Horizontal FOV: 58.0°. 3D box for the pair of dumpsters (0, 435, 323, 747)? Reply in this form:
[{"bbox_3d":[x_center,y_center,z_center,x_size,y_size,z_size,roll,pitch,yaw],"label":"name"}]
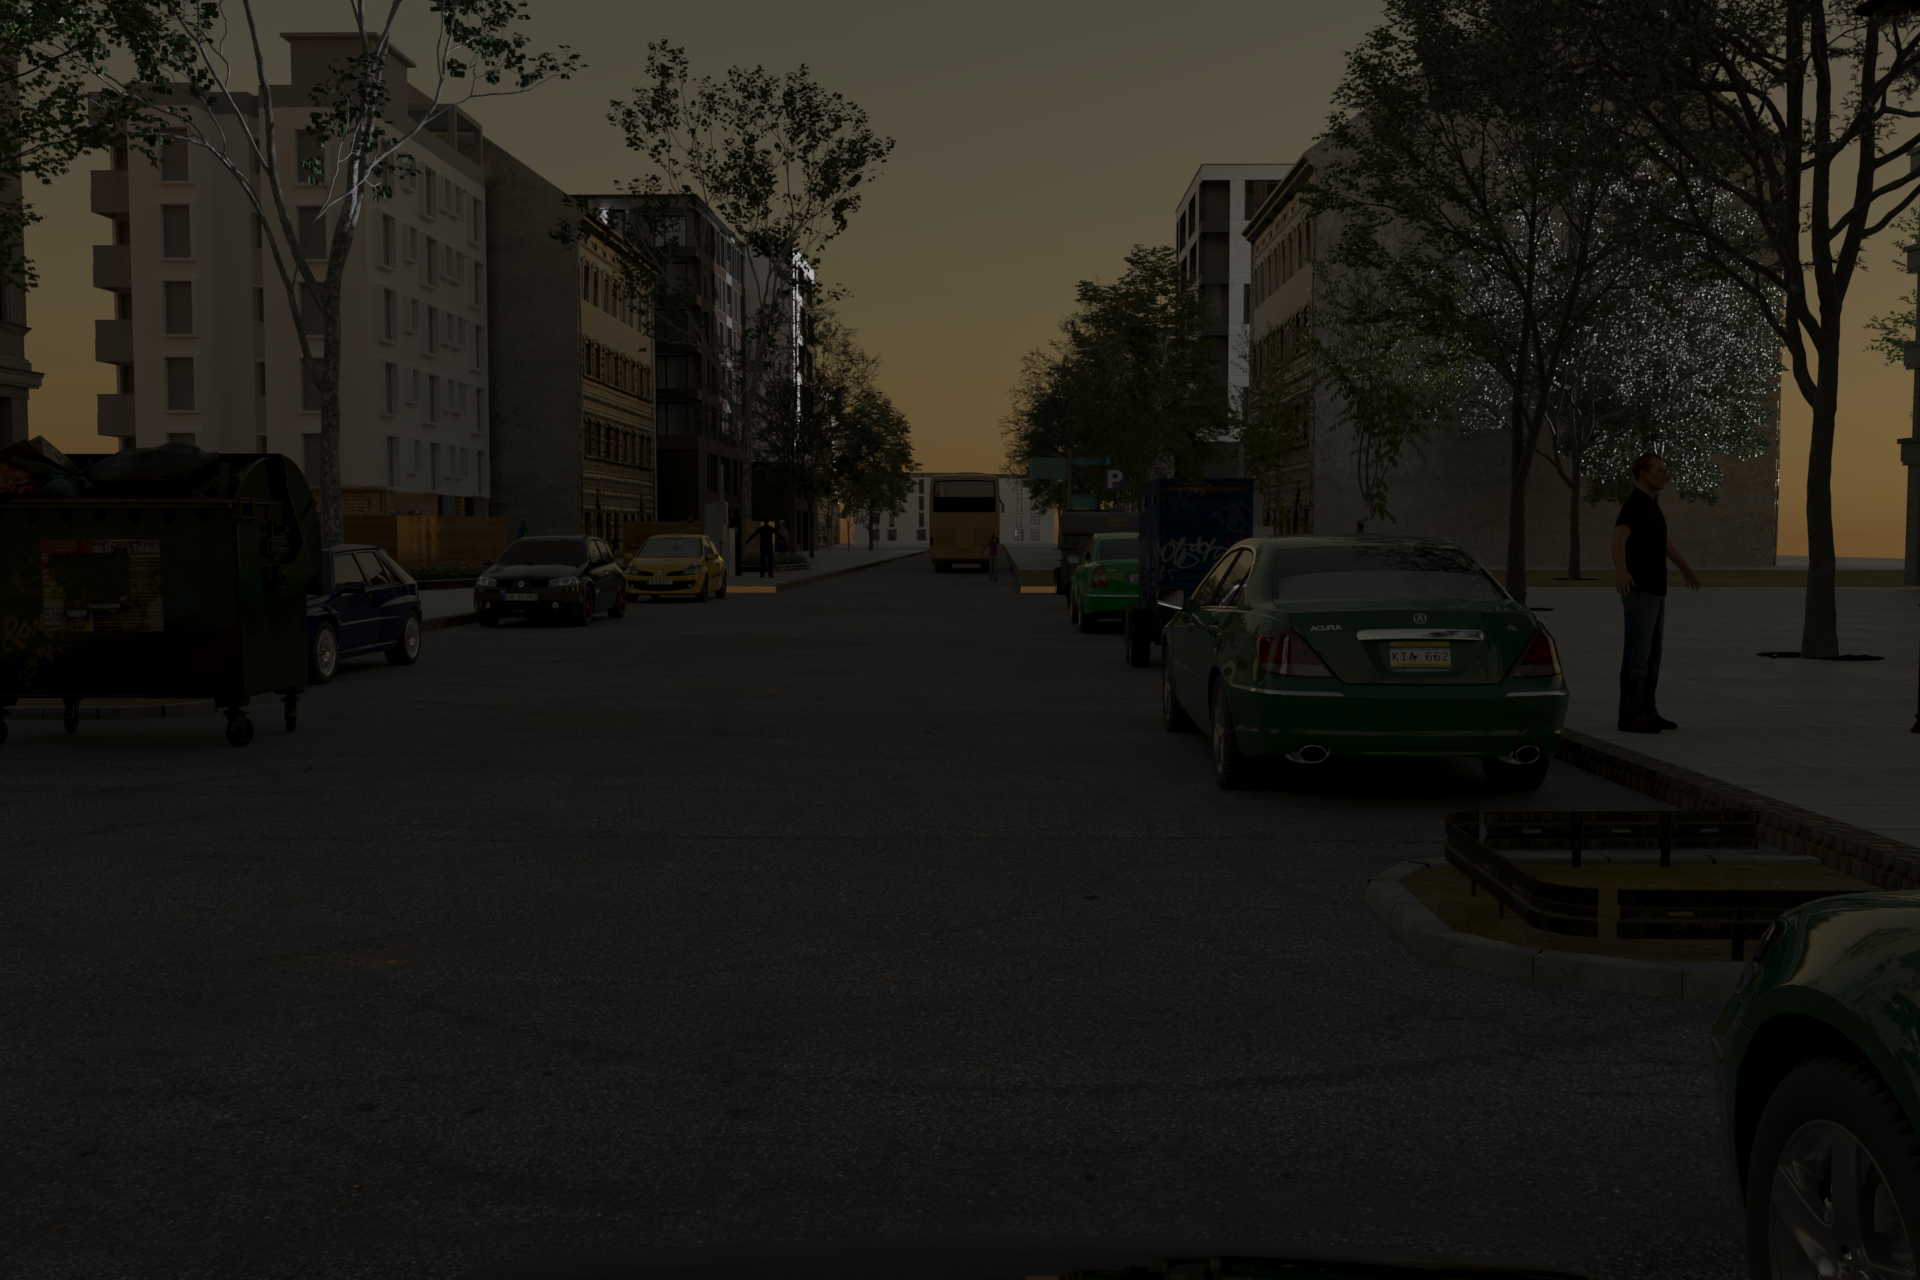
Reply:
[{"bbox_3d":[-6.881,-0.433,12.037,4.436,2.255,1.574,0,4,1],"label":"pair of dumpsters"}]

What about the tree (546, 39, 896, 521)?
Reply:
[{"bbox_3d":[-9.214,-12.934,67.363,12.611,20.169,13.585,0,3,0],"label":"tree"}]

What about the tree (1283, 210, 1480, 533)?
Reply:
[{"bbox_3d":[9.577,-5.456,39.564,4.737,8.622,4.395,0,3,0],"label":"tree"}]

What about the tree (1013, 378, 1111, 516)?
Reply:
[{"bbox_3d":[7.392,-12.424,121.260,7.486,12.596,7.792,0,3,0],"label":"tree"}]

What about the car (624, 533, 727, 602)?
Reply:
[{"bbox_3d":[-6.140,-1.669,37.518,2.015,1.641,3.980,0,4,1],"label":"car"}]

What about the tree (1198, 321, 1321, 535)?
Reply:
[{"bbox_3d":[10.475,-6.646,59.023,4.737,8.622,4.395,0,3,0],"label":"tree"}]

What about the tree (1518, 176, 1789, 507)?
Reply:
[{"bbox_3d":[24.316,-9.426,60.764,9.857,13.997,8.962,0,3,0],"label":"tree"}]

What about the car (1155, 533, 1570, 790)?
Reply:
[{"bbox_3d":[2.378,0.041,11.135,2.131,1.459,4.920,0,4,1],"label":"car"}]

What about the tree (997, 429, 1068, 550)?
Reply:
[{"bbox_3d":[8.262,-14.113,141.123,12.009,13.543,11.850,0,3,0],"label":"tree"}]

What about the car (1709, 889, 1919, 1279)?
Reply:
[{"bbox_3d":[2.165,0.655,1.096,2.131,1.459,4.920,0,4,1],"label":"car"}]

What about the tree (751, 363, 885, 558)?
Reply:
[{"bbox_3d":[-7.929,-9.753,93.876,8.767,10.594,7.601,1,4,12],"label":"tree"}]

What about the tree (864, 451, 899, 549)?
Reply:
[{"bbox_3d":[-6.876,-11.993,146.449,4.737,8.622,4.395,0,3,0],"label":"tree"}]

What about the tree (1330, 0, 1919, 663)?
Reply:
[{"bbox_3d":[8.797,-6.557,17.583,12.009,13.543,11.850,0,3,0],"label":"tree"}]

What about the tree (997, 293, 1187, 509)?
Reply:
[{"bbox_3d":[6.963,-10.819,87.265,12.009,13.543,11.850,0,3,0],"label":"tree"}]

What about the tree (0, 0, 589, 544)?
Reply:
[{"bbox_3d":[-12.811,-10.869,33.606,12.611,20.169,13.585,0,3,0],"label":"tree"}]

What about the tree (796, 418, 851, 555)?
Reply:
[{"bbox_3d":[-8.401,-9.661,108.324,4.737,8.622,4.395,0,3,0],"label":"tree"}]

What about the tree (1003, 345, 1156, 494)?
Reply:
[{"bbox_3d":[7.857,-12.159,109.171,12.009,13.543,11.850,0,3,0],"label":"tree"}]

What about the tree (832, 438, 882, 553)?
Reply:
[{"bbox_3d":[-7.795,-10.394,120.310,4.360,8.622,3.978,0,3,0],"label":"tree"}]

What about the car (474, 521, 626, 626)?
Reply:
[{"bbox_3d":[-6.616,-1.126,28.198,2.009,1.686,4.222,0,4,1],"label":"car"}]

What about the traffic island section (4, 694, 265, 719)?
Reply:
[{"bbox_3d":[-6.962,0.518,14.391,1.991,0.108,1.994,0,4,2],"label":"traffic island section"}]

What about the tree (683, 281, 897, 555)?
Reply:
[{"bbox_3d":[-8.150,-10.626,84.098,12.009,13.543,11.850,0,3,0],"label":"tree"}]

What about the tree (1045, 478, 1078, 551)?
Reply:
[{"bbox_3d":[7.636,-10.981,129.900,4.737,8.622,4.395,0,3,0],"label":"tree"}]

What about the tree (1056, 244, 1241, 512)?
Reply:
[{"bbox_3d":[7.384,-9.162,67.920,7.486,12.596,7.792,0,3,0],"label":"tree"}]

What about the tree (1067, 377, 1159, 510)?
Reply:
[{"bbox_3d":[6.615,-7.817,78.173,4.737,8.622,4.395,0,3,0],"label":"tree"}]

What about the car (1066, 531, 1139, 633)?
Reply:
[{"bbox_3d":[2.631,-1.077,26.401,1.959,1.807,4.718,0,4,1],"label":"car"}]

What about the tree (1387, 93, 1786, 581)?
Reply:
[{"bbox_3d":[17.003,-8.410,47.866,12.009,13.543,11.850,0,3,0],"label":"tree"}]

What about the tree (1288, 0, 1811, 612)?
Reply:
[{"bbox_3d":[9.531,-6.304,28.825,9.928,11.665,9.643,0,3,0],"label":"tree"}]

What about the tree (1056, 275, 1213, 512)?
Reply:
[{"bbox_3d":[4.402,-6.091,49.958,4.360,8.622,3.978,0,3,0],"label":"tree"}]

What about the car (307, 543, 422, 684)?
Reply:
[{"bbox_3d":[-6.881,-0.316,17.747,1.945,1.354,3.894,0,4,1],"label":"car"}]

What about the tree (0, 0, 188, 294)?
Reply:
[{"bbox_3d":[-12.821,-5.750,19.761,9.928,11.665,9.643,0,3,0],"label":"tree"}]

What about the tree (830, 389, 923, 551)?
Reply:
[{"bbox_3d":[-6.566,-13.272,135.131,7.486,12.596,7.792,0,3,0],"label":"tree"}]

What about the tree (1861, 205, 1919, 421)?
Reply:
[{"bbox_3d":[28.300,-7.375,46.331,9.928,11.665,9.643,0,3,0],"label":"tree"}]
